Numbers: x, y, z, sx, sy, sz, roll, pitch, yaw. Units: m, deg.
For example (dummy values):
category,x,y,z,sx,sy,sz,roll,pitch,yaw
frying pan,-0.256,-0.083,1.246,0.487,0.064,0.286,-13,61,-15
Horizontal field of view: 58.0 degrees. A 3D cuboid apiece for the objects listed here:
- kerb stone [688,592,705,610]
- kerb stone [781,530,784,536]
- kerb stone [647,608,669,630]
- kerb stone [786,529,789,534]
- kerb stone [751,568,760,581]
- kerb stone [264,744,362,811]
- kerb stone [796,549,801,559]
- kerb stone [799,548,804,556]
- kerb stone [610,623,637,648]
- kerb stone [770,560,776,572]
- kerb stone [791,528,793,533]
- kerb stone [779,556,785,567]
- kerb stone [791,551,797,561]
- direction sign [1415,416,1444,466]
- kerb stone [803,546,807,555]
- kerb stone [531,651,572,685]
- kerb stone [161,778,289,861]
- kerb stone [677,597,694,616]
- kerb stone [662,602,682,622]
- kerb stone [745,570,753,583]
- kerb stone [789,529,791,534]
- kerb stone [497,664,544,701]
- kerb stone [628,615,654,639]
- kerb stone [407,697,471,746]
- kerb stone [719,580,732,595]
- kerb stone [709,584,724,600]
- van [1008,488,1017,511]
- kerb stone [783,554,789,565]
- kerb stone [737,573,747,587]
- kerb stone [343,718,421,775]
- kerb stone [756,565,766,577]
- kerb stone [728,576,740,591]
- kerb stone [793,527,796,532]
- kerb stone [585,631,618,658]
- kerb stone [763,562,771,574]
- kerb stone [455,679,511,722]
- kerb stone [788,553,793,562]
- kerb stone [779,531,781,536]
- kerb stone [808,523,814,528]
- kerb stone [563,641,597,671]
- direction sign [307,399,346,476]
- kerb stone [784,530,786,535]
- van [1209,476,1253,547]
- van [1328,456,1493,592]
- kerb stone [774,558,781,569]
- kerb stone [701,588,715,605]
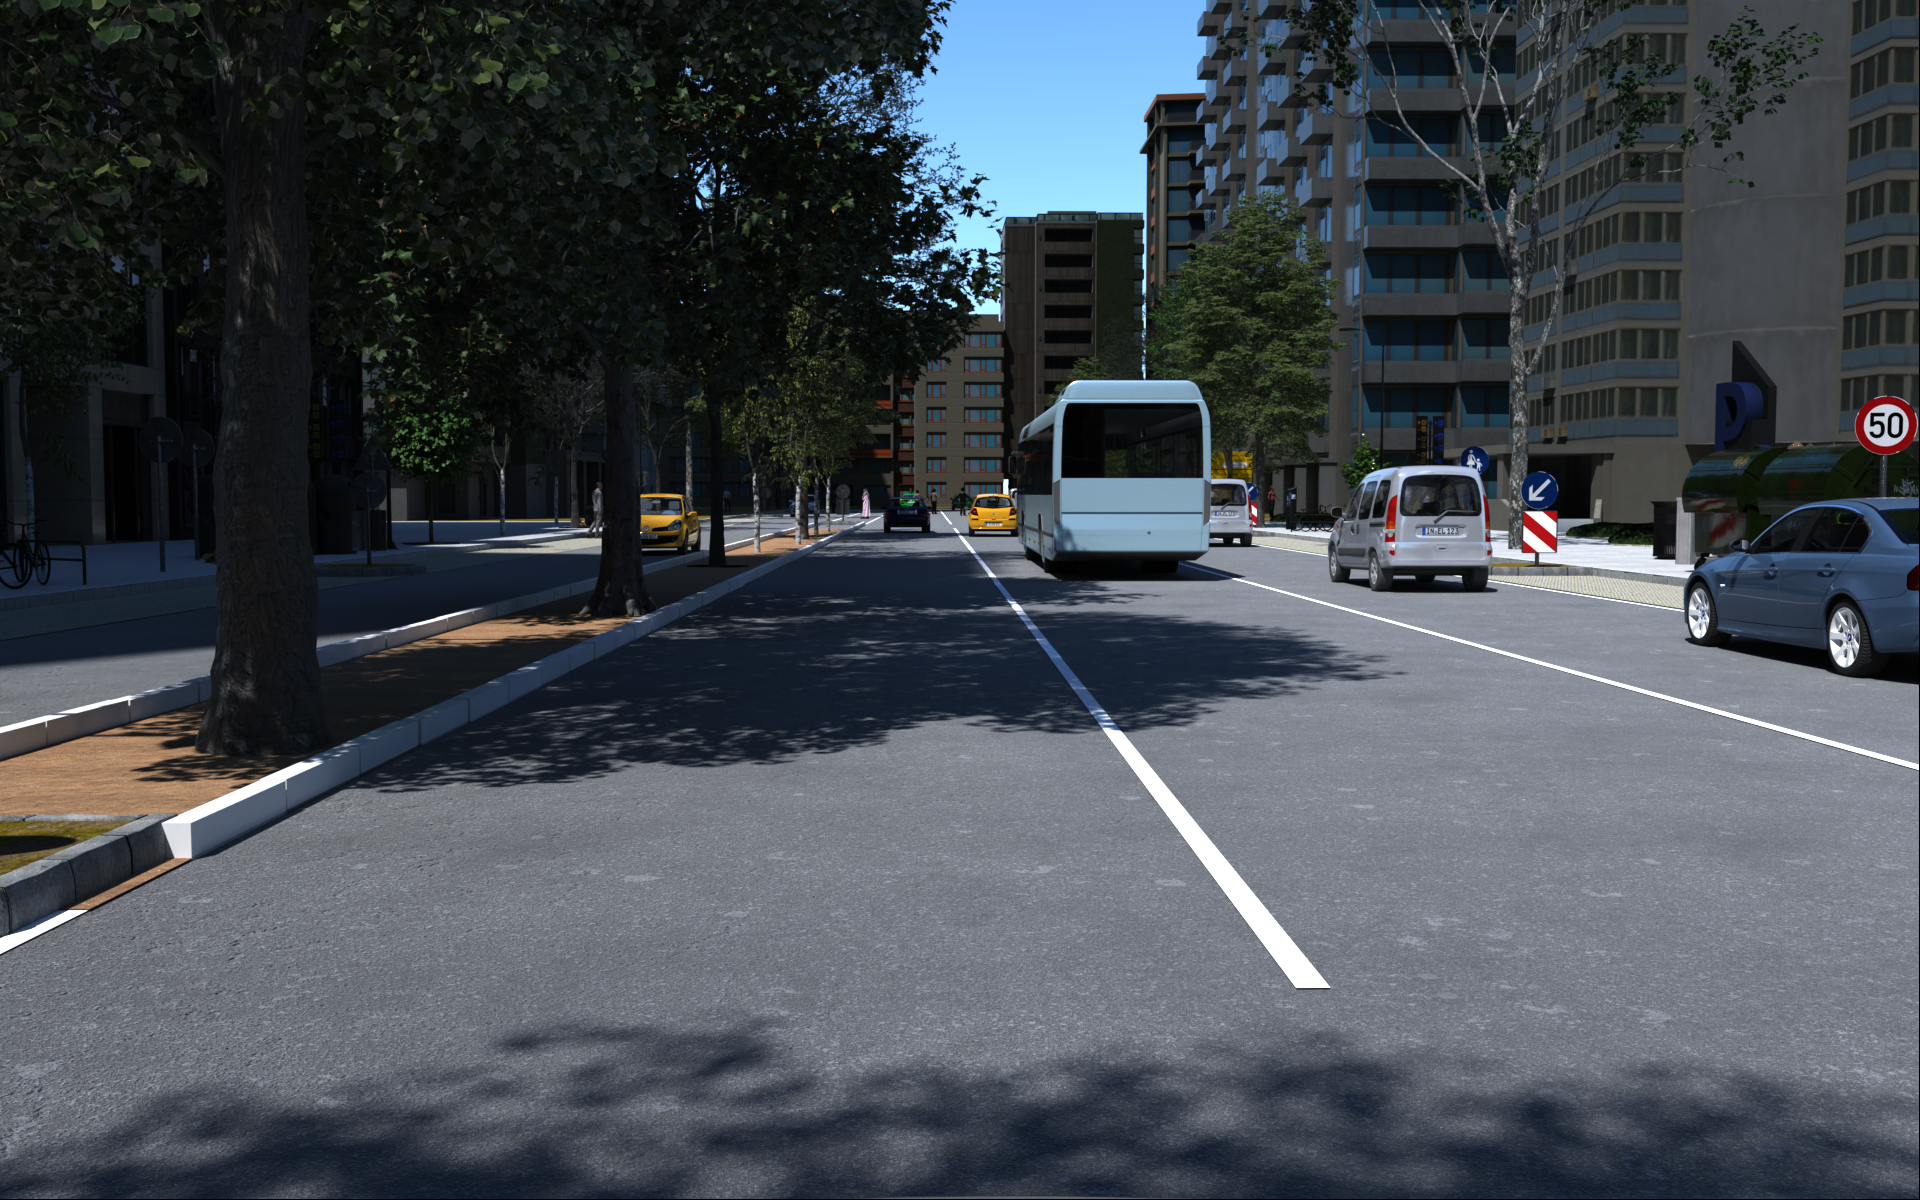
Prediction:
category,x,y,z,sx,sy,sz,roll,pitch,yaw
kerb stone,-3.347,0.034,21.635,0.120,0.150,1.000,0,4,-1
kerb stone,-6.137,-2.221,58.507,0.120,0.150,1.000,0,4,-1
kerb stone,-3.280,0.224,18.552,0.120,0.150,1.000,0,4,-1
kerb stone,-6.176,-2.345,60.551,0.120,0.150,1.000,0,4,-1
kerb stone,-3.484,-0.400,28.815,0.120,0.150,1.000,0,4,-1
kerb stone,-3.099,0.850,8.292,0.120,0.150,1.000,0,4,-1
kerb stone,-3.649,-0.969,38.044,0.120,0.150,1.000,0,4,-1
kerb stone,-3.677,-1.027,39.067,0.120,0.150,1.000,0,4,-1
kerb stone,-3.247,0.354,16.502,0.120,0.150,1.000,0,4,-1
kerb stone,-3.541,-0.594,31.909,0.120,0.150,1.000,0,4,-1
kerb stone,-6.209,-2.469,62.597,0.120,0.150,1.000,0,4,-1
kerb stone,-3.582,-0.719,33.956,0.120,0.150,1.000,0,4,-1
kerb stone,-3.632,-0.906,37.022,0.120,0.150,1.000,0,4,-1
direction sign,13.621,-3.563,50.259,0.876,3.537,0.379,-1,4,-13
kerb stone,-3.687,-1.092,40.089,0.120,0.150,1.000,0,4,-1
kerb stone,-3.190,0.536,13.425,0.120,0.150,1.000,0,4,-1
kerb stone,-3.073,0.915,7.264,0.120,0.150,1.000,0,4,-1
kerb stone,-3.321,0.100,20.609,0.120,0.150,1.000,0,4,-1
kerb stone,-3.306,0.160,19.577,0.120,0.150,1.000,0,4,-1
kerb stone,-3.467,-0.340,27.788,0.120,0.150,1.000,0,4,-1
kerb stone,-6.195,-2.409,61.574,0.120,0.150,1.000,0,4,-1
kerb stone,-3.168,0.599,12.401,0.120,0.150,1.000,0,4,-1
kerb stone,-3.264,0.286,17.524,0.120,0.150,1.000,0,4,-1
kerb stone,-3.132,0.728,10.348,0.120,0.150,1.000,0,4,-1
kerb stone,-3.406,-0.149,24.707,0.120,0.150,1.000,0,4,-1
kerb stone,-3.384,-0.089,23.684,0.120,0.150,1.000,0,4,-1
van,4.226,-7.270,125.880,2.013,2.044,4.112,0,4,-2
kerb stone,-3.595,-0.782,34.978,0.120,0.150,1.000,0,4,-1
kerb stone,-3.437,-0.280,26.766,0.120,0.150,1.000,0,4,-1
kerb stone,-3.120,0.788,9.314,0.120,0.150,1.000,0,4,-1
kerb stone,-3.495,-0.467,29.839,0.120,0.150,1.000,0,4,-1
kerb stone,-3.422,-0.215,25.738,0.120,0.150,1.000,0,4,-1
kerb stone,-6.230,-2.534,63.619,0.120,0.150,1.000,0,4,-1
kerb stone,-3.227,0.411,15.480,0.120,0.150,1.000,0,4,-1
kerb stone,-3.518,-0.531,30.872,0.120,0.150,1.000,0,4,-1
kerb stone,-3.146,0.662,11.373,0.120,0.150,1.000,0,4,-1
kerb stone,-3.614,-0.838,36.001,0.120,0.150,1.000,0,4,-1
kerb stone,-6.121,-2.158,57.476,0.120,0.150,1.000,0,4,-1
kerb stone,-6.467,-3.287,75.944,0.120,0.150,1.000,0,4,-1
kerb stone,-3.211,0.479,14.455,0.120,0.150,1.000,0,4,-1
direction sign,-15.173,-3.026,41.480,0.876,3.537,0.379,-1,4,-14
kerb stone,-6.158,-2.283,59.529,0.120,0.150,1.000,0,4,-1
van,7.038,-2.528,48.345,2.013,2.044,4.112,0,4,-2
van,6.885,-1.213,26.836,2.013,2.044,4.112,0,4,-1
kerb stone,-3.558,-0.657,32.932,0.120,0.150,1.000,0,4,-1
kerb stone,-3.359,-0.025,22.663,0.120,0.150,1.000,0,4,-1
